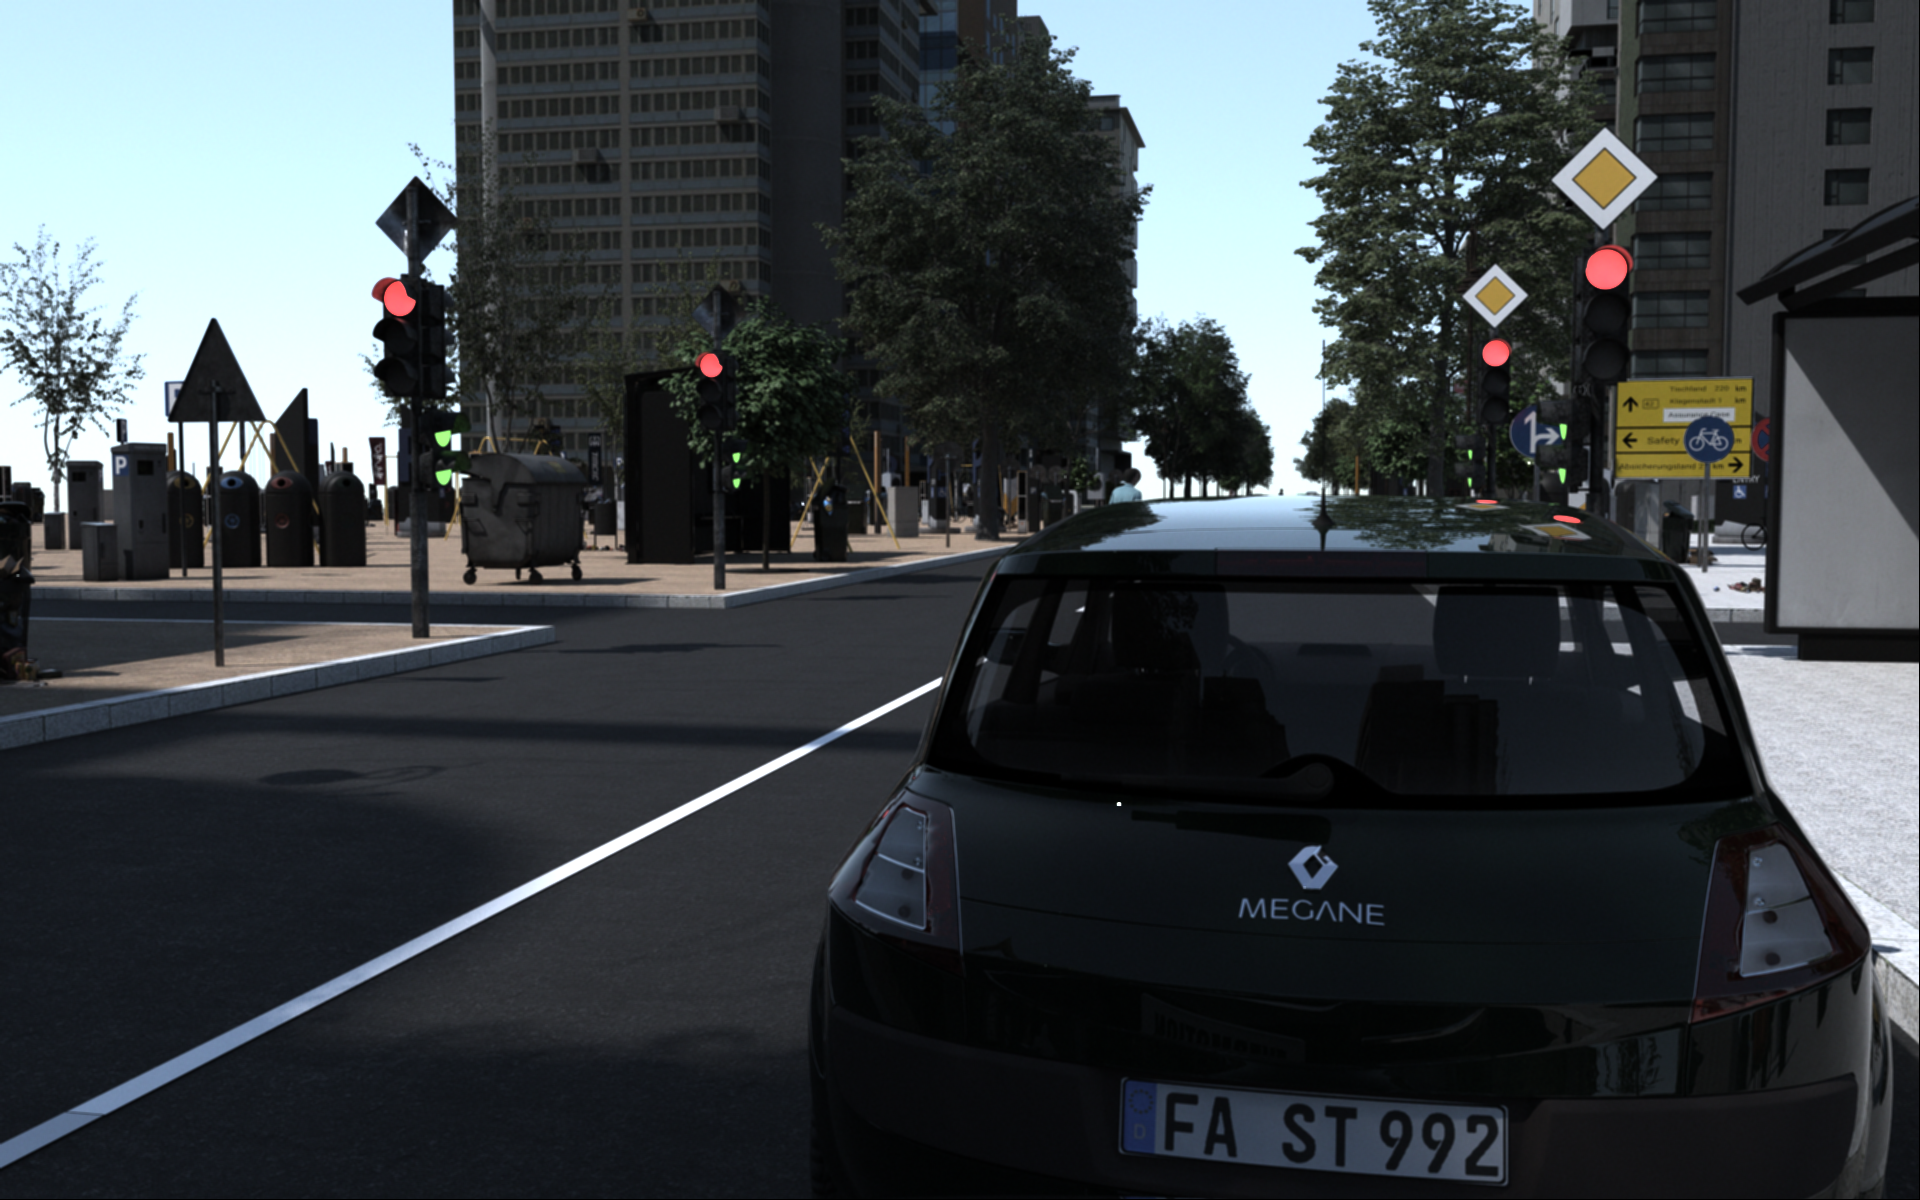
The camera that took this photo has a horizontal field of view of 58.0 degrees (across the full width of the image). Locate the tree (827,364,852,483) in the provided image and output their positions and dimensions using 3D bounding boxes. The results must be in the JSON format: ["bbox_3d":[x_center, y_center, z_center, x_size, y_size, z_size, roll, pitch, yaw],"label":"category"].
[{"bbox_3d":[-7.662,-7.391,71.208,4.737,8.622,4.395,0,3,0],"label":"tree"}]

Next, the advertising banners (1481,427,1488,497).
[{"bbox_3d":[9.579,-2.163,31.549,0.090,3.025,2.074,1,4,19],"label":"advertising banners"}]

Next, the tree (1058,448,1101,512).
[{"bbox_3d":[5.111,-4.744,72.167,1.663,3.219,1.824,0,3,0],"label":"tree"}]

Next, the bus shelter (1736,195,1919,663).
[{"bbox_3d":[6.517,-1.027,10.718,2.014,3.302,5.546,1,4,11],"label":"bus shelter"}]

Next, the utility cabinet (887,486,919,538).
[{"bbox_3d":[-1.677,-2.574,50.770,0.318,1.500,1.173,2,4,34],"label":"utility cabinet"}]

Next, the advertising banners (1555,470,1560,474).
[{"bbox_3d":[23.083,-4.172,64.399,2.074,3.025,0.090,1,4,12],"label":"advertising banners"}]

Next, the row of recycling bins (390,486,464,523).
[{"bbox_3d":[-23.290,-4.272,76.967,3.534,1.692,1.069,-2,4,-25],"label":"row of recycling bins"}]

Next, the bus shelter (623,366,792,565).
[{"bbox_3d":[-4.750,-2.644,34.513,1.731,3.624,6.357,1,4,11],"label":"bus shelter"}]

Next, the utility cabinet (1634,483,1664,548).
[{"bbox_3d":[14.607,-1.714,36.701,0.318,1.500,1.173,0,4,8],"label":"utility cabinet"}]

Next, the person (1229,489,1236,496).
[{"bbox_3d":[15.455,-5.461,98.455,0.551,1.740,0.621,3,5,40],"label":"person"}]

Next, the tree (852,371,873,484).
[{"bbox_3d":[-6.838,-8.960,96.853,4.737,8.622,4.395,0,3,0],"label":"tree"}]

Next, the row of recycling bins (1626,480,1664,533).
[{"bbox_3d":[18.323,-2.435,46.923,1.069,1.692,3.534,1,4,14],"label":"row of recycling bins"}]

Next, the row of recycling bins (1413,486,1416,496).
[{"bbox_3d":[23.985,-5.162,91.511,1.069,1.692,3.534,2,4,31],"label":"row of recycling bins"}]

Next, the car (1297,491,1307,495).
[{"bbox_3d":[43.676,-12.996,221.285,1.959,1.807,4.718,1,4,13],"label":"car"}]

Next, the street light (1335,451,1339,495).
[{"bbox_3d":[37.018,-12.008,169.117,0.468,5.910,1.993,1,4,11],"label":"street light"}]

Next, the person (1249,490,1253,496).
[{"bbox_3d":[30.734,-10.648,182.684,0.705,1.814,1.350,3,5,42],"label":"person"}]

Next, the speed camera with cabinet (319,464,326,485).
[{"bbox_3d":[-18.425,-3.379,49.577,0.660,3.252,2.038,-2,4,-24],"label":"speed camera with cabinet"}]

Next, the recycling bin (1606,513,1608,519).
[{"bbox_3d":[8.098,-0.643,23.061,0.722,1.027,0.722,-2,4,-30],"label":"recycling bin"}]

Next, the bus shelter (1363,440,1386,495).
[{"bbox_3d":[18.862,-5.247,77.074,1.731,3.624,6.357,1,4,12],"label":"bus shelter"}]

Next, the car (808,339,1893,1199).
[{"bbox_3d":[0.929,0.333,4.345,2.009,1.686,4.222,1,4,13],"label":"car"}]

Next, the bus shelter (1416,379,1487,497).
[{"bbox_3d":[16.229,-4.908,57.878,2.179,5.291,8.768,1,4,11],"label":"bus shelter"}]

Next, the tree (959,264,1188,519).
[{"bbox_3d":[4.064,-8.011,65.397,8.767,10.594,7.601,-1,4,-16],"label":"tree"}]

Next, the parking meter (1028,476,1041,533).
[{"bbox_3d":[2.479,-3.169,57.519,0.399,1.863,0.255,1,4,17],"label":"parking meter"}]

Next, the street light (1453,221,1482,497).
[{"bbox_3d":[8.711,-3.477,29.634,0.468,5.910,1.993,1,4,11],"label":"street light"}]

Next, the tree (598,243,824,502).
[{"bbox_3d":[-7.377,-6.180,51.402,4.737,8.622,4.395,0,3,0],"label":"tree"}]

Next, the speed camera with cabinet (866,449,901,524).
[{"bbox_3d":[-3.415,-4.914,74.687,0.660,3.252,2.038,3,5,40],"label":"speed camera with cabinet"}]

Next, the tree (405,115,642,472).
[{"bbox_3d":[-8.949,-5.120,34.075,4.360,8.622,3.978,0,3,0],"label":"tree"}]

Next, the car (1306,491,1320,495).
[{"bbox_3d":[49.388,-14.350,243.300,2.281,1.827,5.304,1,4,10],"label":"car"}]

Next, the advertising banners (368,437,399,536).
[{"bbox_3d":[-17.042,-3.472,52.957,2.074,3.025,0.090,0,4,3],"label":"advertising banners"}]

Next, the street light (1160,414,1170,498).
[{"bbox_3d":[11.664,-7.702,98.707,0.468,5.910,1.993,1,4,11],"label":"street light"}]

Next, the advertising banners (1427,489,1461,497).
[{"bbox_3d":[15.061,-3.462,52.790,2.074,3.025,0.090,-2,4,-27],"label":"advertising banners"}]

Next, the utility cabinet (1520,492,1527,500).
[{"bbox_3d":[18.555,-2.863,55.484,1.173,1.500,0.318,0,4,2],"label":"utility cabinet"}]

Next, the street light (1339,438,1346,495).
[{"bbox_3d":[30.314,-10.003,136.339,0.468,5.910,1.993,1,4,11],"label":"street light"}]

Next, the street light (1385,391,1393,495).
[{"bbox_3d":[15.260,-5.449,61.883,0.468,5.910,1.993,1,4,11],"label":"street light"}]

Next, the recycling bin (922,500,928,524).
[{"bbox_3d":[-1.151,-3.729,73.525,0.722,1.027,0.722,2,4,26],"label":"recycling bin"}]

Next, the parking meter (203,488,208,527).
[{"bbox_3d":[-29.733,-3.679,68.559,0.372,1.533,0.369,0,3,0],"label":"parking meter"}]

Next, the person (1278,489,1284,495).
[{"bbox_3d":[23.356,-7.172,125.743,0.705,1.826,1.348,-2,4,-26],"label":"person"}]

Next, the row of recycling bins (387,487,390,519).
[{"bbox_3d":[-27.834,-4.891,87.076,1.069,1.692,3.534,-3,5,-44],"label":"row of recycling bins"}]

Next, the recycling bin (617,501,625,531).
[{"bbox_3d":[-11.584,-2.966,61.049,0.722,1.027,0.722,3,4,36],"label":"recycling bin"}]

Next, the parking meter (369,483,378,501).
[{"bbox_3d":[-31.384,-5.318,92.658,0.399,1.863,0.255,-1,4,-9],"label":"parking meter"}]

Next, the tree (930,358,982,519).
[{"bbox_3d":[0.053,-8.372,87.245,4.360,8.622,3.978,0,3,0],"label":"tree"}]

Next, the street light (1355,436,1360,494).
[{"bbox_3d":[23.723,-8.015,103.826,0.468,5.910,1.993,1,4,11],"label":"street light"}]

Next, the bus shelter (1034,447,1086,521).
[{"bbox_3d":[5.011,-5.815,86.356,1.731,3.624,6.357,1,4,11],"label":"bus shelter"}]

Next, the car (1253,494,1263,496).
[{"bbox_3d":[34.185,-11.556,198.728,2.009,1.686,4.222,1,4,12],"label":"car"}]

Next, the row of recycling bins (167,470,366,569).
[{"bbox_3d":[-12.289,-1.426,30.434,3.534,1.692,1.069,-1,4,-12],"label":"row of recycling bins"}]

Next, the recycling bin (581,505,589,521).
[{"bbox_3d":[-18.351,-4.383,84.221,0.722,1.027,0.722,-2,4,-25],"label":"recycling bin"}]

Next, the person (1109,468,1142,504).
[{"bbox_3d":[2.452,-1.080,26.177,0.660,1.820,0.620,3,4,37],"label":"person"}]

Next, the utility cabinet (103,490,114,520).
[{"bbox_3d":[-41.641,-4.636,84.473,0.318,1.500,1.173,0,4,-2],"label":"utility cabinet"}]

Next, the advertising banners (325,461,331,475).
[{"bbox_3d":[-32.435,-5.813,91.236,2.074,3.025,0.090,0,4,6],"label":"advertising banners"}]

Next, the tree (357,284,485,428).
[{"bbox_3d":[-18.291,-6.704,59.971,4.737,8.622,4.395,0,3,0],"label":"tree"}]

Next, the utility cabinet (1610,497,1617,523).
[{"bbox_3d":[16.517,-2.053,44.732,1.020,1.237,0.306,-2,4,-35],"label":"utility cabinet"}]

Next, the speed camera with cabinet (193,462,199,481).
[{"bbox_3d":[-48.283,-6.941,107.816,2.038,3.252,0.660,2,4,30],"label":"speed camera with cabinet"}]

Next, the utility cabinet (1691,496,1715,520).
[{"bbox_3d":[29.559,-3.534,68.945,1.020,1.237,0.306,-2,4,-28],"label":"utility cabinet"}]

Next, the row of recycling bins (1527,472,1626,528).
[{"bbox_3d":[12.081,-1.658,34.225,1.069,1.692,3.534,2,4,35],"label":"row of recycling bins"}]

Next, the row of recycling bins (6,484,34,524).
[{"bbox_3d":[-39.861,-4.008,72.637,1.069,1.692,3.534,-1,4,-11],"label":"row of recycling bins"}]

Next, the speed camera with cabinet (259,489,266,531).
[{"bbox_3d":[-23.589,-4.000,59.735,0.660,3.252,2.038,2,4,32],"label":"speed camera with cabinet"}]

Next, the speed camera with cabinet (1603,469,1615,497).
[{"bbox_3d":[23.016,-4.148,62.159,0.660,3.252,2.038,2,4,31],"label":"speed camera with cabinet"}]

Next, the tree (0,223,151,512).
[{"bbox_3d":[-25.027,-5.988,48.267,4.360,8.622,3.978,0,3,0],"label":"tree"}]

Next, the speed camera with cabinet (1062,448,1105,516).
[{"bbox_3d":[5.166,-4.879,74.112,2.038,3.252,0.660,1,4,17],"label":"speed camera with cabinet"}]
